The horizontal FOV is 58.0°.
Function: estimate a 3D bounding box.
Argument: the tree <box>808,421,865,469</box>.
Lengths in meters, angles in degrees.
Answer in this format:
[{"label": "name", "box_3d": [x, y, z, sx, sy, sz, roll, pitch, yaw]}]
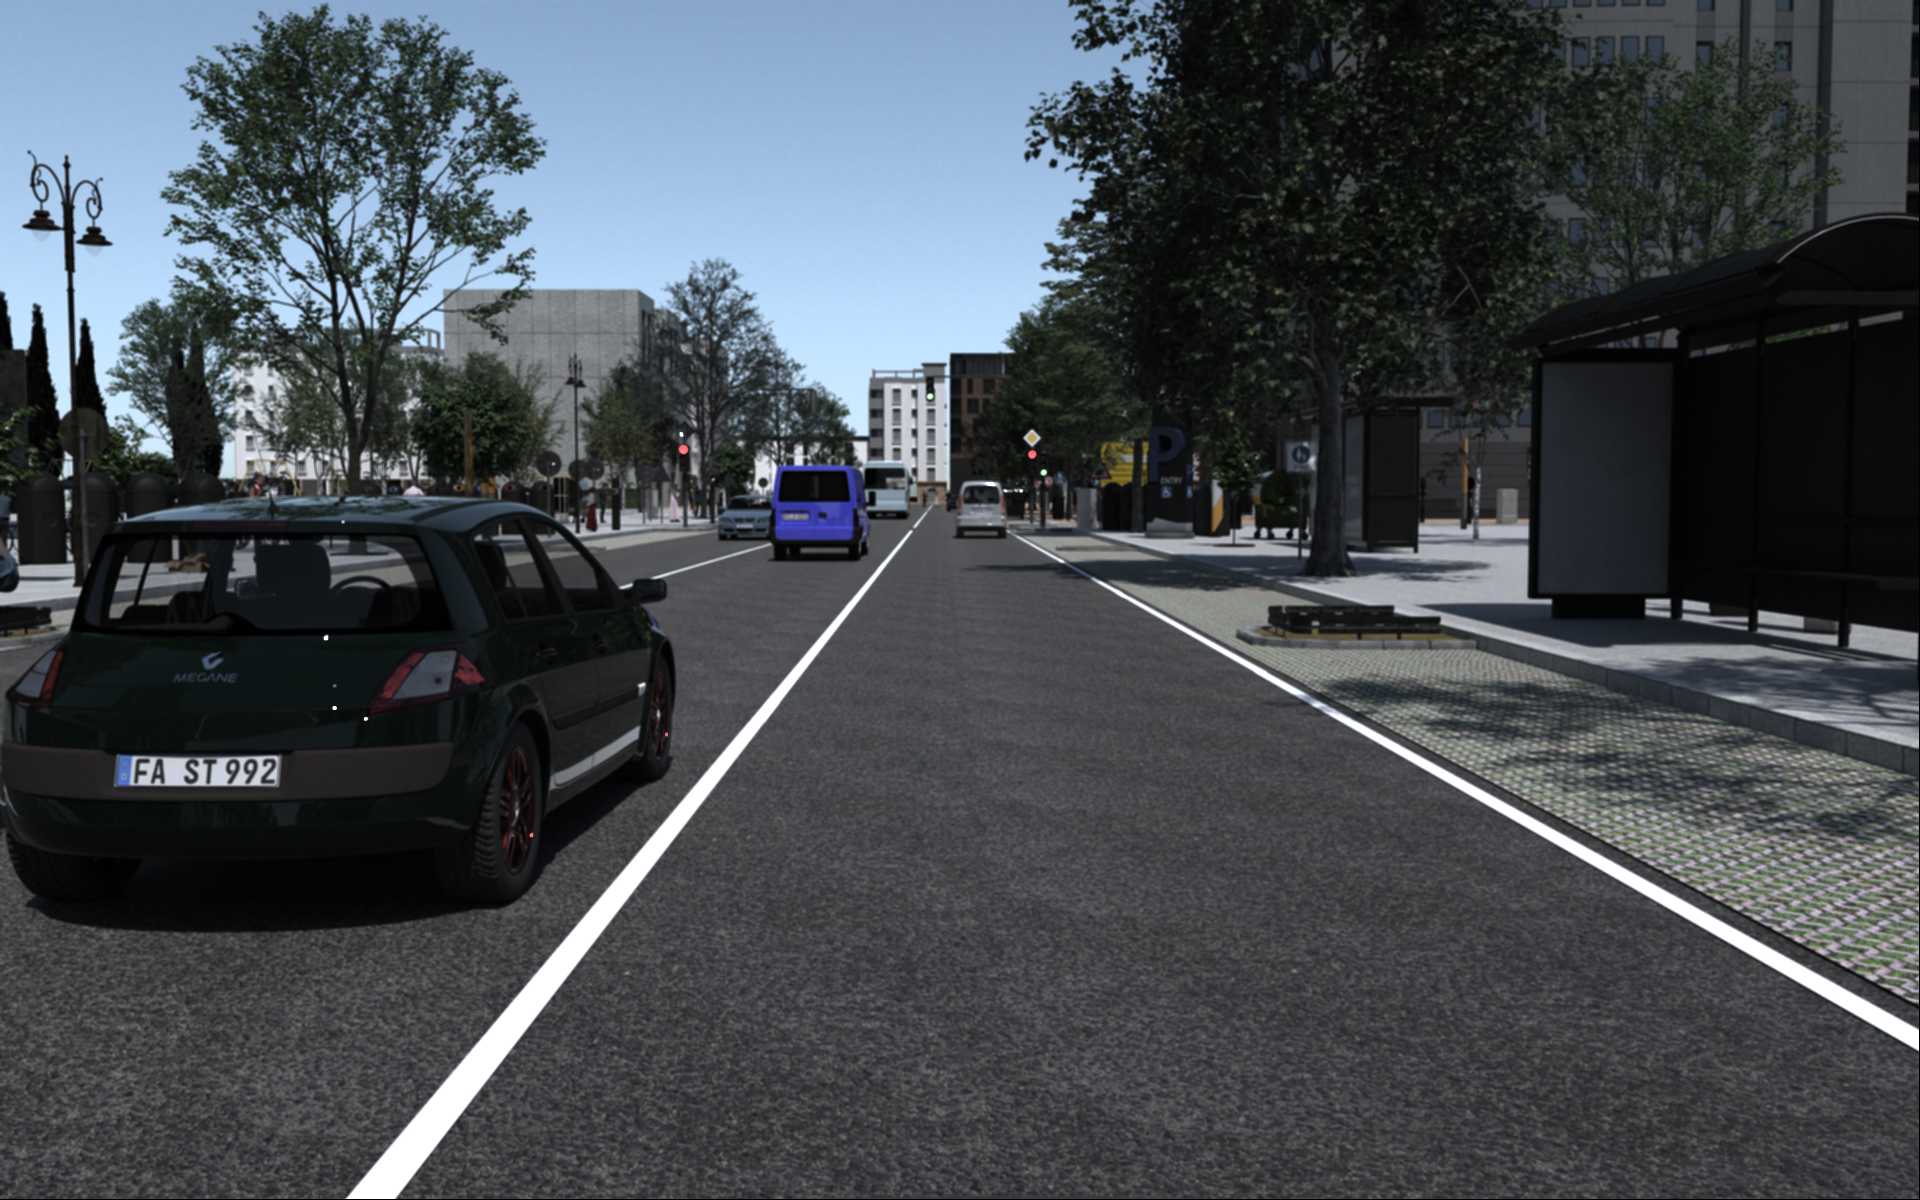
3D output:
[{"label": "tree", "box_3d": [-15.154, -16.939, 211.366, 7.601, 10.594, 8.767, -2, 4, -33]}]

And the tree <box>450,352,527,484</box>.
[{"label": "tree", "box_3d": [-37.423, -13.416, 137.485, 7.486, 12.596, 7.792, 0, 3, 0]}]

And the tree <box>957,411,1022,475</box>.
[{"label": "tree", "box_3d": [4.744, -19.065, 222.076, 12.009, 13.543, 11.850, 0, 3, 0]}]

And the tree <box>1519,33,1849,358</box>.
[{"label": "tree", "box_3d": [16.481, -7.015, 40.458, 9.928, 11.665, 9.643, 0, 3, 0]}]

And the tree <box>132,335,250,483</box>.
[{"label": "tree", "box_3d": [-36.112, -7.967, 80.630, 4.360, 8.622, 3.978, 0, 3, 0]}]

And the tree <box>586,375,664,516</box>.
[{"label": "tree", "box_3d": [-21.899, -9.709, 109.099, 4.737, 8.622, 4.395, 0, 3, 0]}]

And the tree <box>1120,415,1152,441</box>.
[{"label": "tree", "box_3d": [15.695, -12.096, 148.131, 4.737, 8.622, 4.395, 0, 3, 0]}]

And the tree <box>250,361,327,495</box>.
[{"label": "tree", "box_3d": [-36.643, -8.825, 94.646, 4.360, 8.622, 3.978, 0, 3, 0]}]

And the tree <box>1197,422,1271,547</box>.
[{"label": "tree", "box_3d": [6.725, -2.911, 42.199, 1.663, 3.219, 1.824, 0, 3, 0]}]

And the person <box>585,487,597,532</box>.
[{"label": "person", "box_3d": [-12.577, -3.094, 59.100, 0.387, 1.526, 0.523, 0, 4, 0]}]

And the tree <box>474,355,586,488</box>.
[{"label": "tree", "box_3d": [-23.302, -8.705, 92.682, 4.737, 8.622, 4.395, 0, 3, 0]}]

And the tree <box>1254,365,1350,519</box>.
[{"label": "tree", "box_3d": [16.661, -8.074, 82.377, 4.360, 8.622, 3.978, 0, 3, 0]}]

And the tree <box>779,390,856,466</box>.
[{"label": "tree", "box_3d": [-13.985, -14.980, 170.679, 9.928, 11.665, 9.643, 0, 3, 0]}]

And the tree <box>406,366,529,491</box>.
[{"label": "tree", "box_3d": [-12.660, -3.736, 44.792, 4.285, 4.588, 4.351, 0, 3, 0]}]

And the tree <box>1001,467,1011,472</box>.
[{"label": "tree", "box_3d": [4.428, -13.299, 167.796, 4.360, 8.622, 3.978, 0, 3, 0]}]

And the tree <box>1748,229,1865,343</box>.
[{"label": "tree", "box_3d": [23.271, -5.934, 47.380, 4.737, 8.622, 4.395, 0, 3, 0]}]

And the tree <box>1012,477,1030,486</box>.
[{"label": "tree", "box_3d": [5.278, -9.199, 145.000, 1.663, 3.219, 1.824, 0, 3, 0]}]

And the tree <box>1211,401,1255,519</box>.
[{"label": "tree", "box_3d": [15.136, -8.492, 89.205, 4.360, 8.622, 3.978, 0, 3, 0]}]

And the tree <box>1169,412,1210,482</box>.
[{"label": "tree", "box_3d": [16.063, -10.030, 114.354, 4.360, 8.622, 3.978, 0, 3, 0]}]

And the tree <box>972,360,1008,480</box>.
[{"label": "tree", "box_3d": [5.815, -11.604, 106.736, 9.611, 12.733, 9.660, 0, 3, 0]}]

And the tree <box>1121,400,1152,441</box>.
[{"label": "tree", "box_3d": [13.219, -10.587, 123.465, 4.360, 8.622, 3.978, 0, 3, 0]}]

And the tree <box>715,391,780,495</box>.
[{"label": "tree", "box_3d": [-14.640, -10.395, 120.314, 4.360, 8.622, 3.978, 0, 3, 0]}]

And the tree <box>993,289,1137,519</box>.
[{"label": "tree", "box_3d": [5.572, -9.977, 88.872, 9.928, 11.665, 9.643, 0, 3, 0]}]

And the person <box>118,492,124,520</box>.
[{"label": "person", "box_3d": [-31.928, -3.520, 65.551, 0.963, 1.587, 0.435, 1, 4, 13]}]

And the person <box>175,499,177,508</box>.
[{"label": "person", "box_3d": [-23.490, -2.653, 52.600, 0.628, 1.438, 0.799, -1, 4, -18]}]

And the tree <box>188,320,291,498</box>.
[{"label": "tree", "box_3d": [-60.769, -14.237, 134.596, 13.155, 14.587, 18.604, 0, 4, -2]}]

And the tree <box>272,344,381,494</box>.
[{"label": "tree", "box_3d": [-31.446, -8.227, 84.872, 4.737, 8.622, 4.395, 0, 3, 0]}]

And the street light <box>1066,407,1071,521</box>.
[{"label": "street light", "box_3d": [5.183, -6.735, 82.899, 0.468, 5.910, 1.993, 0, 4, -1]}]

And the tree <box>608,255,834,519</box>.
[{"label": "tree", "box_3d": [-13.085, -10.915, 88.835, 12.009, 13.543, 11.850, 0, 3, 0]}]

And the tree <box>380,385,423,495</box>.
[{"label": "tree", "box_3d": [-37.218, -9.930, 112.710, 4.737, 8.622, 4.395, 0, 3, 0]}]

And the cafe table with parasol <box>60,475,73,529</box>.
[{"label": "cafe table with parasol", "box_3d": [-29.349, -3.236, 57.781, 2.610, 1.966, 2.610, -3, 5, -45]}]

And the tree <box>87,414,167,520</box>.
[{"label": "tree", "box_3d": [-20.593, -2.920, 42.346, 1.663, 3.219, 1.824, 0, 3, 0]}]

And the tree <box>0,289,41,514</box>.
[{"label": "tree", "box_3d": [-63.770, -13.066, 115.455, 13.155, 14.587, 18.604, 1, 4, 18]}]

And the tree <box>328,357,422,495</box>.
[{"label": "tree", "box_3d": [-31.136, -8.752, 93.456, 4.360, 8.622, 3.978, 0, 3, 0]}]

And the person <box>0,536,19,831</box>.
[{"label": "person", "box_3d": [-4.156, 0.217, 7.164, 0.499, 1.552, 0.429, 3, 5, 44]}]

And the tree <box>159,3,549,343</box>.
[{"label": "tree", "box_3d": [-12.570, -6.750, 36.114, 9.928, 11.665, 9.643, 0, 3, 0]}]

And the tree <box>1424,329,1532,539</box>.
[{"label": "tree", "box_3d": [14.947, -6.078, 49.739, 4.360, 8.622, 3.978, 0, 3, 0]}]

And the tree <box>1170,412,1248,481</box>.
[{"label": "tree", "box_3d": [15.298, -9.486, 105.451, 4.737, 8.622, 4.395, 0, 3, 0]}]

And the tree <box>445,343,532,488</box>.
[{"label": "tree", "box_3d": [-23.260, -8.232, 84.952, 4.360, 8.622, 3.978, 0, 3, 0]}]

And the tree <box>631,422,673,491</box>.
[{"label": "tree", "box_3d": [-26.112, -11.948, 145.717, 4.360, 8.622, 3.978, 0, 3, 0]}]

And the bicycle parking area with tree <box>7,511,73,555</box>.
[{"label": "bicycle parking area with tree", "box_3d": [-22.276, -2.974, 35.632, 9.016, 4.147, 8.231, 2, 4, 27]}]

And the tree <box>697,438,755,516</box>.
[{"label": "tree", "box_3d": [-13.715, -7.222, 101.786, 4.285, 4.588, 4.351, 0, 3, 0]}]

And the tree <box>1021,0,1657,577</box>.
[{"label": "tree", "box_3d": [5.787, -6.725, 26.964, 9.611, 12.733, 9.660, 0, 3, 0]}]

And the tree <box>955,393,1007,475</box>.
[{"label": "tree", "box_3d": [4.052, -13.669, 157.904, 8.767, 10.594, 7.601, -3, 5, -39]}]

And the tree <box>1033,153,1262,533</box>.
[{"label": "tree", "box_3d": [6.256, -8.475, 56.698, 7.486, 12.596, 7.792, 0, 3, 0]}]

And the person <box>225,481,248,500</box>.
[{"label": "person", "box_3d": [-17.721, -2.111, 42.430, 0.647, 1.594, 0.662, -1, 4, -13]}]

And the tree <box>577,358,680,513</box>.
[{"label": "tree", "box_3d": [-22.377, -11.305, 119.251, 7.601, 10.594, 8.767, 1, 4, 12]}]
